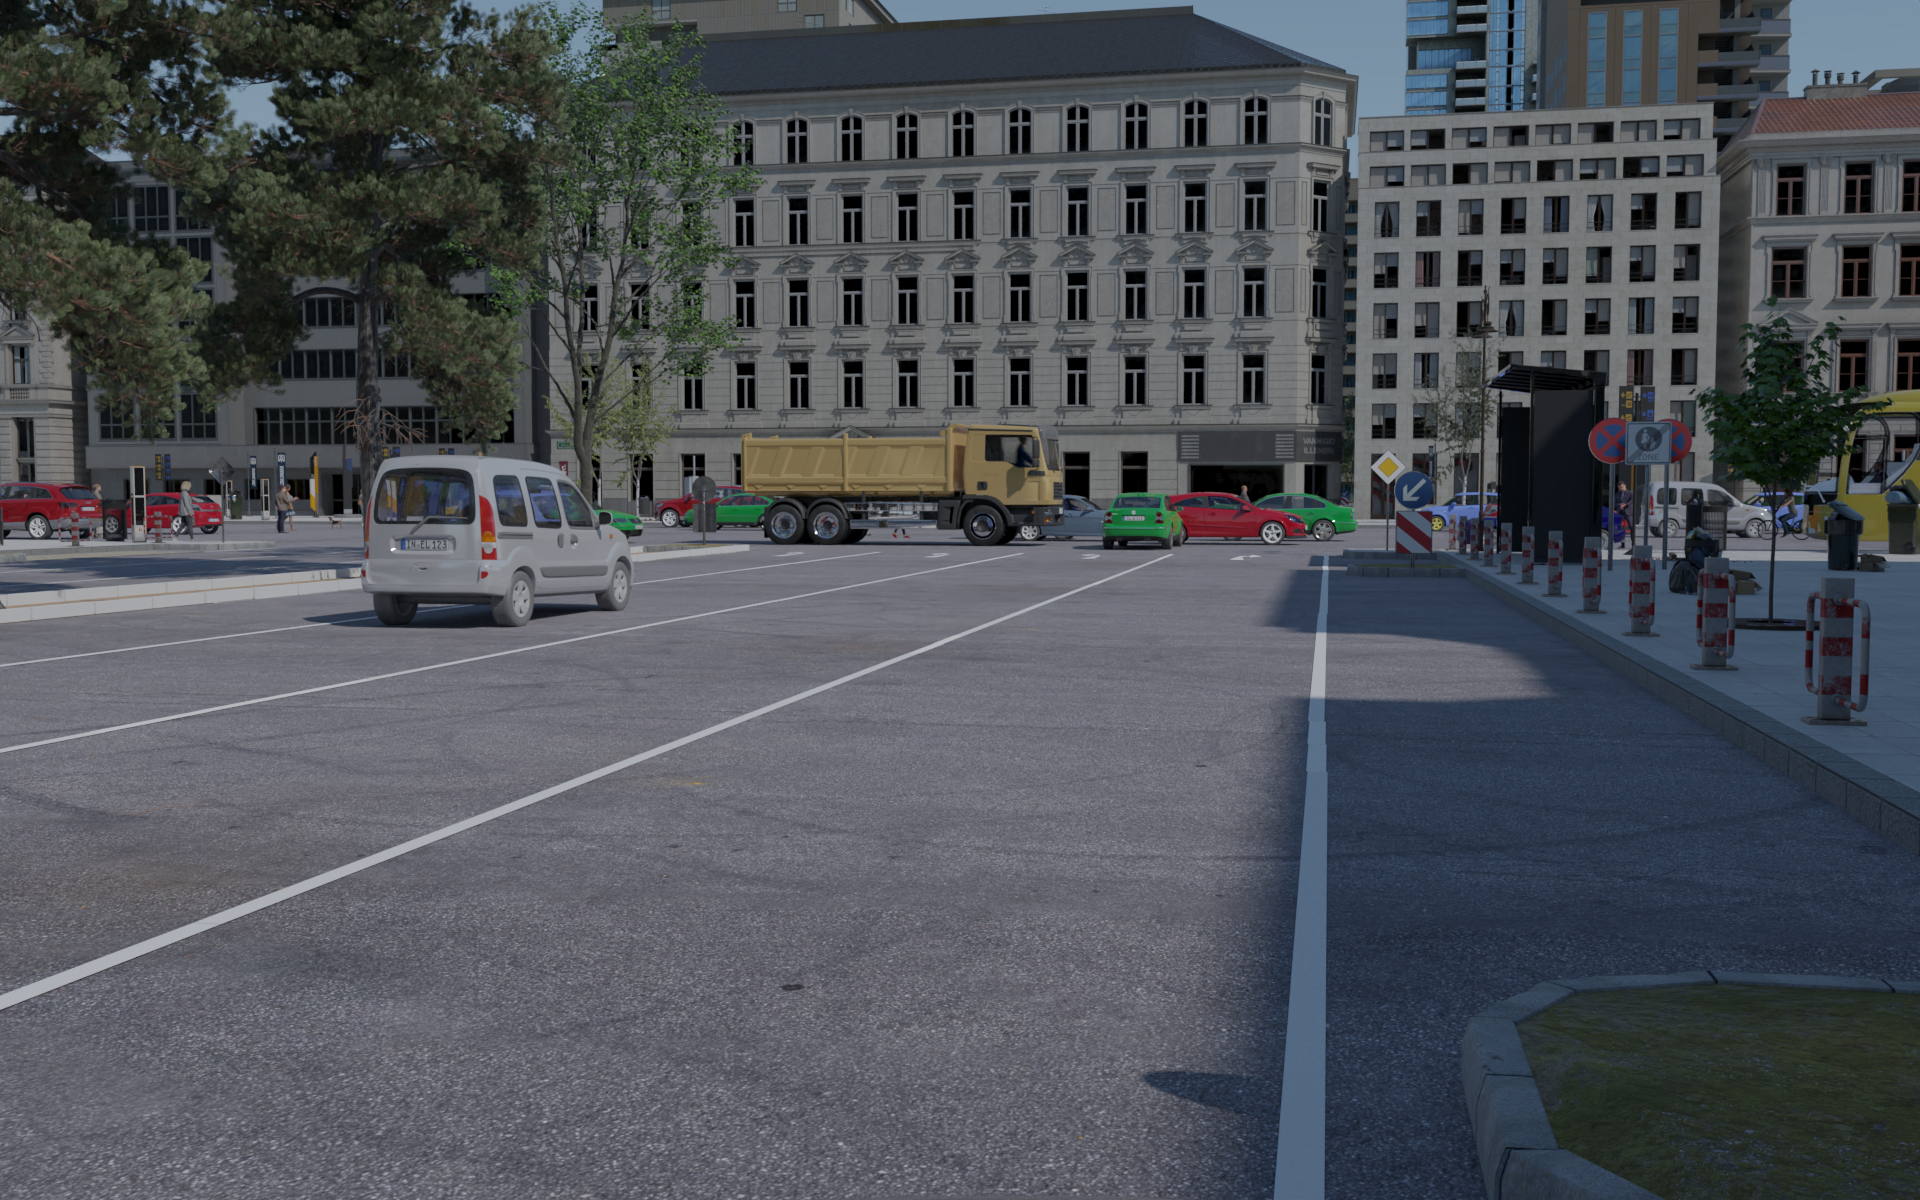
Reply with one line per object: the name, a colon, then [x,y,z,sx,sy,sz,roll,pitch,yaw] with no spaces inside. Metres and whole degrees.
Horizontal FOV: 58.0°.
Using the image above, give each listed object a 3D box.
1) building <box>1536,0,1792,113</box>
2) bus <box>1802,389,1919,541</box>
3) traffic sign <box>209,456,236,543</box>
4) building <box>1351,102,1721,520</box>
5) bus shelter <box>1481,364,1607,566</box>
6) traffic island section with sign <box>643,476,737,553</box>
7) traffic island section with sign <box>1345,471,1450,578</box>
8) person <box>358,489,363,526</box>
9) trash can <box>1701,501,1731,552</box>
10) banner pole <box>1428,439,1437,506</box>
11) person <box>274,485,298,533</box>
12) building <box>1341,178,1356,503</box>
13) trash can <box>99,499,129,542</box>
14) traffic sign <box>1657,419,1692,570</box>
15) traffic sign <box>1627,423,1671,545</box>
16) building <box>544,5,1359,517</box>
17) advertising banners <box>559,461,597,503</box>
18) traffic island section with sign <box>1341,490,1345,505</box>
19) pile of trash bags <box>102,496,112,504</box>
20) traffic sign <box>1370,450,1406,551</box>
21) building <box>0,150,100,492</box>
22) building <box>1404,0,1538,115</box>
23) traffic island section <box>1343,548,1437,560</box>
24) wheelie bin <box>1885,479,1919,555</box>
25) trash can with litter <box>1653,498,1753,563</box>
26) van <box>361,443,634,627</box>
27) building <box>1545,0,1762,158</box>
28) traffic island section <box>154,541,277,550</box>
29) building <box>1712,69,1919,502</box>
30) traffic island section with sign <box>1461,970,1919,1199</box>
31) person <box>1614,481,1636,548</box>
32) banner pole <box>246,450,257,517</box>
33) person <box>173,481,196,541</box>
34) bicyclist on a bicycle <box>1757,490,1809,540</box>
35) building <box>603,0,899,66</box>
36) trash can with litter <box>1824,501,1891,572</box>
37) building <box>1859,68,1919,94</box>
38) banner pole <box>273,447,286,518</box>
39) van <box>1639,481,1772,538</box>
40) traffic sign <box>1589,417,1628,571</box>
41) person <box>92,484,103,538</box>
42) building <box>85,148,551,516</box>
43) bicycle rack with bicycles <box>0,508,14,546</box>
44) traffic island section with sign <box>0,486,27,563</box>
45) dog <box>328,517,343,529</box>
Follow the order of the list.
building: [64.387,-37.848,160.819,21.231,58.520,28.212,1,4,12]
bus: [26.086,-2.976,40.205,12.252,3.916,2.896,1,4,11]
traffic sign: [-19.380,-2.561,45.513,0.795,2.450,0.064,1,4,12]
building: [29.076,-14.367,89.646,16.860,20.320,10.420,1,4,12]
bus shelter: [11.405,-2.621,34.131,1.731,3.624,6.357,1,4,12]
traffic island section with sign: [-6.579,-2.138,43.095,2.006,1.907,1.989,1,4,12]
traffic island section with sign: [7.905,-1.353,30.743,1.989,1.847,2.006,1,4,12]
person: [-27.138,-4.238,78.796,0.512,1.701,0.522,3,4,37]
trash can: [16.201,-1.570,37.323,0.748,1.137,0.748,0,3,0]
banner pole: [21.384,-5.407,78.422,0.401,3.779,0.863,-1,4,-12]
person: [-24.776,-3.346,63.731,0.750,1.759,0.617,-3,4,-38]
building: [49.364,-38.507,253.294,21.600,48.544,21.300,1,4,12]
trash can: [-22.914,-2.159,46.951,0.748,1.137,0.748,0,3,0]
traffic sign: [11.982,-1.790,29.381,0.768,2.556,0.104,1,4,20]
traffic sign: [9.738,-1.372,24.564,0.606,2.300,0.079,1,4,13]
building: [-0.113,-19.710,98.681,44.131,29.872,17.030,1,4,12]
advertising banners: [-20.213,-5.831,91.527,2.074,3.025,0.090,1,4,10]
traffic island section with sign: [41.064,-10.857,186.133,1.989,1.847,2.006,1,4,12]
pile of trash bags: [-46.880,-5.061,92.496,3.447,1.369,1.912,-1,4,-15]
traffic sign: [9.708,-2.182,39.310,0.795,2.450,0.064,1,4,12]
building: [-61.755,-17.094,108.372,19.941,23.489,11.050,1,4,12]
building: [75.196,-57.156,247.178,31.000,86.520,22.319,1,4,12]
traffic island section: [9.732,-1.046,39.382,2.009,0.180,2.903,1,4,12]
wheelie bin: [20.113,-1.770,36.854,0.980,1.594,0.693,-3,5,-45]
trash can with litter: [14.084,-1.366,33.396,1.678,1.210,2.233,0,4,-1]
van: [-5.226,-0.803,20.148,2.013,2.044,4.112,1,4,12]
building: [55.395,-30.009,140.750,14.600,45.320,14.200,1,4,12]
traffic island section: [-19.405,-1.425,45.580,2.009,0.180,2.903,1,4,12]
building: [48.631,-15.297,86.263,21.152,22.565,11.583,1,4,12]
traffic island section with sign: [2.113,0.309,3.570,1.989,1.847,2.006,1,4,12]
person: [17.427,-2.230,45.406,0.683,1.767,0.568,3,5,41]
banner pole: [-40.585,-6.680,99.233,0.401,3.779,0.863,2,4,24]
person: [-22.310,-2.519,49.873,0.728,1.800,0.709,-2,4,-31]
bicyclist on a bicycle: [25.686,-2.684,53.900,1.625,1.676,1.499,1,4,12]
building: [-21.176,-36.078,179.112,27.495,52.752,28.713,1,4,12]
trash can with litter: [15.015,-1.073,28.934,0.624,1.170,1.055,-2,4,-31]
building: [88.853,-28.295,154.501,23.993,40.220,32.217,1,4,12]
banner pole: [-35.937,-6.203,91.436,0.401,3.779,0.863,3,4,37]
van: [24.616,-3.058,57.010,4.112,2.044,2.013,1,4,11]
traffic sign: [10.883,-1.762,28.918,0.768,2.556,0.104,1,4,20]
person: [-28.182,-2.912,56.667,0.519,1.759,0.362,3,4,37]
building: [-36.546,-17.540,105.838,30.058,24.678,14.314,1,4,12]
bicycle rack with bicycles: [-25.248,-1.851,43.643,2.852,0.926,2.925,-2,4,-25]
traffic island section with sign: [-20.988,-1.709,36.577,1.989,1.847,2.006,1,4,12]
dog: [-25.898,-3.214,71.838,0.540,0.507,0.406,-3,4,-37]
